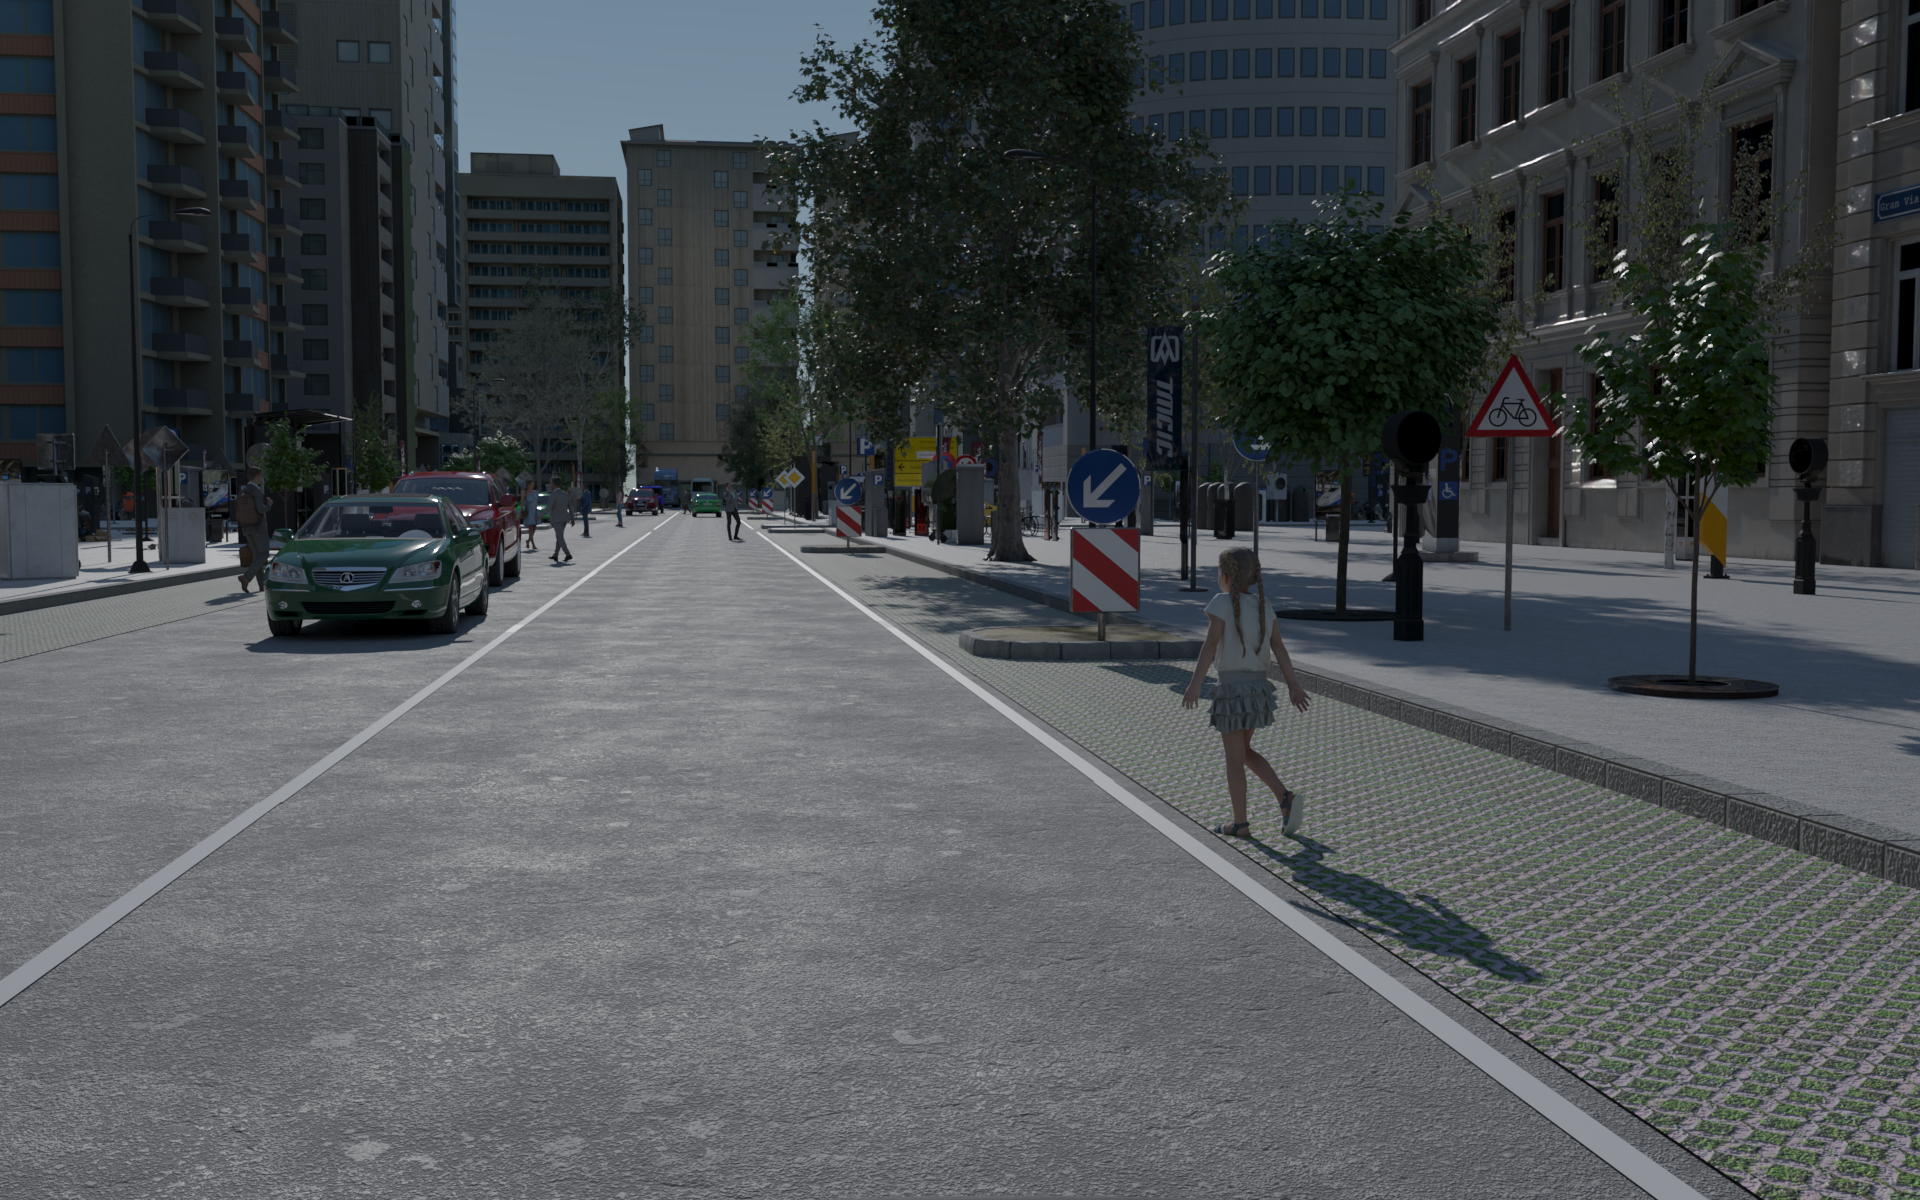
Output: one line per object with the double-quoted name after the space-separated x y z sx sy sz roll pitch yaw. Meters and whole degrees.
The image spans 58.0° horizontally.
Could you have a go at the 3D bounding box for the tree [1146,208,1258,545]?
6.172 -5.716 43.826 4.737 8.622 4.395 0 3 0 "tree"

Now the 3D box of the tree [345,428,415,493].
-17.333 -3.459 51.152 1.663 3.219 1.824 0 3 0 "tree"

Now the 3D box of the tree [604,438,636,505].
-41.557 -15.888 210.128 4.360 8.622 3.978 0 3 0 "tree"

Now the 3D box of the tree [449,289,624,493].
-25.026 -11.791 103.154 12.009 13.543 11.850 0 3 0 "tree"

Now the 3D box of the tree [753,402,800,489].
-14.798 -11.464 137.803 4.737 8.622 4.395 0 3 0 "tree"

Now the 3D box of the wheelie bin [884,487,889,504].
-3.329 -4.221 76.914 0.693 1.594 0.980 -1 4 -15 "wheelie bin"

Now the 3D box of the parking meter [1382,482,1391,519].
21.112 -4.892 85.693 0.399 1.863 0.255 -3 4 -38 "parking meter"

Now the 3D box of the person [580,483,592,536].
-12.873 -3.113 59.574 0.419 1.800 0.721 -1 4 -13 "person"

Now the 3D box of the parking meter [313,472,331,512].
-15.878 -2.290 43.151 0.255 1.863 0.399 1 4 16 "parking meter"

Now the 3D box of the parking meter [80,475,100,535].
-26.080 -2.833 52.037 0.399 1.863 0.255 1 4 14 "parking meter"

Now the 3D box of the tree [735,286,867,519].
-7.540 -9.916 87.876 9.928 11.665 9.643 0 3 0 "tree"

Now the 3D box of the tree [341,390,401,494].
-42.130 -10.586 123.440 4.737 8.622 4.395 0 3 0 "tree"

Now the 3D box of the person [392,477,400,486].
-12.056 -1.724 36.954 0.850 1.792 0.678 -1 4 -17 "person"

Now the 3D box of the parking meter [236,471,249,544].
-18.339 -2.372 44.485 0.399 1.863 0.255 -1 4 -13 "parking meter"

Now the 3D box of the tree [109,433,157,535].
-26.057 -3.707 55.209 1.663 3.219 1.824 0 3 0 "tree"

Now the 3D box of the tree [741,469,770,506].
-22.441 -12.686 191.134 4.285 4.588 4.351 0 3 0 "tree"

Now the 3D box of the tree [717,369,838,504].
-13.166 -11.956 129.891 8.767 10.594 7.601 -1 4 -15 "tree"

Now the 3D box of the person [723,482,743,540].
-7.106 -2.780 54.133 0.592 1.802 0.473 -2 4 -29 "person"

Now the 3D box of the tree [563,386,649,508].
-33.177 -14.476 162.442 9.928 11.665 9.643 0 3 0 "tree"

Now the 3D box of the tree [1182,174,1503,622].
3.917 -2.094 17.951 4.285 4.588 4.351 0 3 0 "tree"

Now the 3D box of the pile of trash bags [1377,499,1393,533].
15.800 -2.881 56.861 3.447 1.369 1.912 -1 4 -20 "pile of trash bags"

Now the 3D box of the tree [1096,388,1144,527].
5.972 -6.797 61.497 4.360 8.622 3.978 0 3 0 "tree"

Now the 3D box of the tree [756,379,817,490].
-10.816 -9.822 110.950 4.360 8.622 3.978 0 3 0 "tree"

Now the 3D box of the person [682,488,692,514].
-19.225 -6.939 121.911 0.822 1.834 0.622 -2 4 -29 "person"

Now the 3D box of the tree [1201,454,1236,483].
12.130 -5.355 82.159 1.663 3.219 1.824 0 3 0 "tree"

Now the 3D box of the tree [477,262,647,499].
-32.842 -17.581 143.346 12.611 20.169 13.585 0 3 0 "tree"

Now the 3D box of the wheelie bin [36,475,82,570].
-14.904 -1.255 28.435 0.980 1.594 0.693 2 4 25 "wheelie bin"

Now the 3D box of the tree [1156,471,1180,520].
10.461 -5.634 86.715 1.663 3.219 1.824 0 3 0 "tree"

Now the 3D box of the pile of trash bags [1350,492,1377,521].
19.576 -4.625 85.368 1.912 1.369 3.447 0 4 -4 "pile of trash bags"

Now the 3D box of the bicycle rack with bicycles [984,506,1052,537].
1.536 -2.395 52.541 2.852 0.926 2.925 -2 4 -31 "bicycle rack with bicycles"

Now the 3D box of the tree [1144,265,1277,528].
8.730 -6.440 55.650 4.360 8.622 3.978 0 3 0 "tree"

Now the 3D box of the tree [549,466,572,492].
-27.416 -7.613 119.068 1.663 3.219 1.824 0 3 0 "tree"

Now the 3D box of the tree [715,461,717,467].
-27.475 -17.593 222.057 8.767 10.594 7.601 0 4 7 "tree"

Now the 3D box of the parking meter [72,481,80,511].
-38.590 -4.285 75.771 0.399 1.863 0.255 -2 4 -31 "parking meter"

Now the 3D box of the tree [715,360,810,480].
-17.200 -14.937 154.596 12.009 13.543 11.850 0 3 0 "tree"

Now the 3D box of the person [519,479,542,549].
-11.147 -2.215 44.812 0.616 1.811 0.778 -3 4 -37 "person"

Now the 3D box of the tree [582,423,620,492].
-36.812 -13.924 178.014 4.737 8.622 4.395 0 3 0 "tree"

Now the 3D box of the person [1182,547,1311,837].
1.165 0.390 7.145 0.505 1.210 0.382 -2 4 -34 "person"

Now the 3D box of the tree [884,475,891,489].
-5.801 -8.189 128.492 1.663 3.219 1.824 0 3 0 "tree"

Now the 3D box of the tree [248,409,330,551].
-15.380 -2.746 39.492 1.663 3.219 1.824 0 3 0 "tree"

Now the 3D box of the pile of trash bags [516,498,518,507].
-37.322 -8.016 140.811 1.912 1.369 3.447 2 4 30 "pile of trash bags"

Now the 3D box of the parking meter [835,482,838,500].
-5.613 -4.598 80.885 0.255 1.863 0.399 3 5 43 "parking meter"

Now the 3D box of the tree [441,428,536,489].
-22.975 -6.279 86.377 4.285 4.588 4.351 0 3 0 "tree"

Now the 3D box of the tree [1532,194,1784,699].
4.889 -1.022 11.314 1.663 3.219 1.824 0 3 0 "tree"

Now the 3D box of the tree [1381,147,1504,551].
10.848 -5.342 37.698 4.360 8.622 3.978 0 3 0 "tree"

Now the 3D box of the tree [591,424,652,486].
-43.150 -17.493 220.414 8.767 10.594 7.601 0 4 -1 "tree"

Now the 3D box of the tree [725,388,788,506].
-21.208 -16.249 183.794 7.486 12.596 7.792 0 3 0 "tree"

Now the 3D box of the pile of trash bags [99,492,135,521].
-40.754 -4.508 83.457 3.447 1.369 1.912 3 4 37 "pile of trash bags"

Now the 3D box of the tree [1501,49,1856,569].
12.272 -4.821 29.178 4.360 8.622 3.978 0 3 0 "tree"

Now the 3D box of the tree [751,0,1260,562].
0.868 -7.093 32.984 9.611 12.733 9.660 0 3 0 "tree"

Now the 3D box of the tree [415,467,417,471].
-37.381 -7.592 118.722 1.663 3.219 1.824 0 3 0 "tree"

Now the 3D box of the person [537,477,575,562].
-8.555 -1.723 36.942 0.850 1.792 0.678 2 4 32 "person"

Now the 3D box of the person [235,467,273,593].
-10.320 -1.029 25.289 0.622 1.834 0.822 2 4 26 "person"

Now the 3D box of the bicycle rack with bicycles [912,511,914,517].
-2.134 -5.033 95.667 2.925 0.926 2.852 0 4 5 "bicycle rack with bicycles"

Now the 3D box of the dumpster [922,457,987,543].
-0.145 -2.680 46.306 1.502 2.255 1.985 -1 4 -8 "dumpster"
